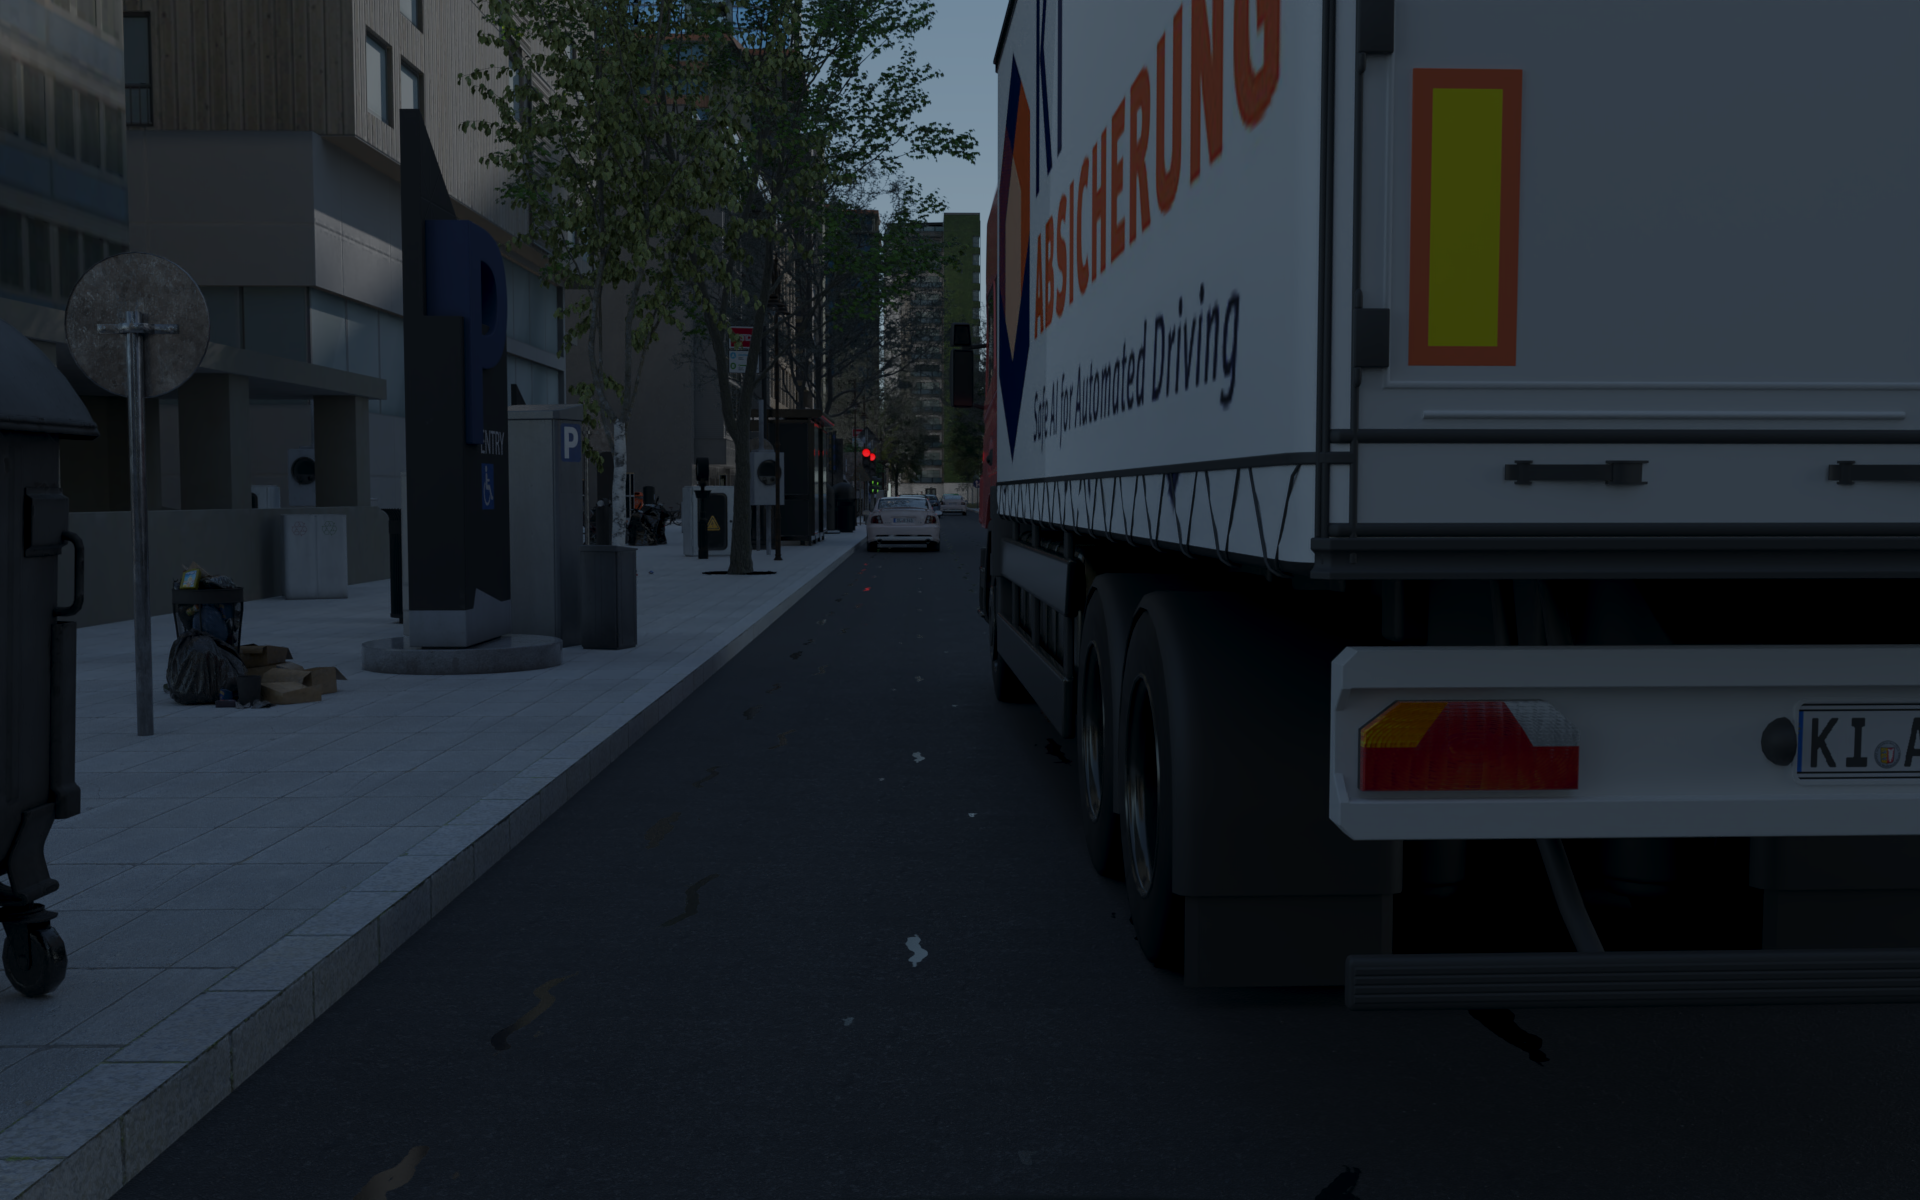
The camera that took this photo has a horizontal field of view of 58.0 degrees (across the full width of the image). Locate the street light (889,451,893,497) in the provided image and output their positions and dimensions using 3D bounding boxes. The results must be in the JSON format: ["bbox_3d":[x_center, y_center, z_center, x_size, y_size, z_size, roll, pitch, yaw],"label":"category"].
[{"bbox_3d":[-6.080,-10.995,152.563,0.468,5.910,1.993,0,4,-1],"label":"street light"}]

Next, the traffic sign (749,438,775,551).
[{"bbox_3d":[-4.551,-2.380,39.014,0.768,2.556,0.104,0,4,6],"label":"traffic sign"}]

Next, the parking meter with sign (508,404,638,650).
[{"bbox_3d":[-3.567,-1.120,14.571,1.738,3.016,0.543,1,4,18],"label":"parking meter with sign"}]

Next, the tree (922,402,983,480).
[{"bbox_3d":[1.735,-14.816,160.370,7.486,12.596,7.792,0,3,0],"label":"tree"}]

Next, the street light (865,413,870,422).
[{"bbox_3d":[-4.442,-6.588,80.493,0.468,5.910,1.993,0,4,-1],"label":"street light"}]

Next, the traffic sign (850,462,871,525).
[{"bbox_3d":[-4.067,-4.322,70.661,0.884,2.594,0.081,0,4,5],"label":"traffic sign"}]

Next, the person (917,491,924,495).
[{"bbox_3d":[-3.986,-10.040,173.459,0.742,1.727,0.445,0,4,1],"label":"person"}]

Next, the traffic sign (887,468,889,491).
[{"bbox_3d":[-6.688,-8.642,135.163,2.265,3.308,0.079,0,4,8],"label":"traffic sign"}]

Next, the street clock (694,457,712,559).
[{"bbox_3d":[-5.076,-1.811,34.184,0.358,2.002,0.471,-1,4,-14],"label":"street clock"}]

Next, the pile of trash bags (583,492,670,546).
[{"bbox_3d":[-7.786,-2.066,43.528,3.447,1.369,1.912,1,4,20],"label":"pile of trash bags"}]

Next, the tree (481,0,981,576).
[{"bbox_3d":[-3.541,-6.203,27.169,9.928,11.665,9.643,0,3,0],"label":"tree"}]

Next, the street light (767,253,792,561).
[{"bbox_3d":[-3.520,-3.703,33.340,0.468,5.910,1.993,0,4,-1],"label":"street light"}]

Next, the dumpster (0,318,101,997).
[{"bbox_3d":[-2.860,0.128,3.670,1.264,1.857,1.865,0,4,-1],"label":"dumpster"}]

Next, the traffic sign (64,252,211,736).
[{"bbox_3d":[-4.334,-0.552,9.138,0.768,2.556,0.104,0,4,0],"label":"traffic sign"}]

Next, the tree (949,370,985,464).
[{"bbox_3d":[2.716,-10.748,110.140,7.601,10.594,8.767,0,4,5],"label":"tree"}]

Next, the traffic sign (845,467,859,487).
[{"bbox_3d":[-5.081,-5.035,82.421,0.768,2.556,0.104,0,4,6],"label":"traffic sign"}]

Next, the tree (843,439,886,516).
[{"bbox_3d":[-6.029,-7.209,101.581,4.285,4.588,4.351,0,3,0],"label":"tree"}]

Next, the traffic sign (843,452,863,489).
[{"bbox_3d":[-5.833,-5.510,83.964,2.265,3.308,0.079,0,4,3],"label":"traffic sign"}]

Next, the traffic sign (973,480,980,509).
[{"bbox_3d":[1.537,-9.295,152.073,0.768,2.556,0.104,0,4,3],"label":"traffic sign"}]

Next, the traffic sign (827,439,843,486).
[{"bbox_3d":[-5.397,-4.263,63.577,2.265,3.308,0.079,0,4,8],"label":"traffic sign"}]

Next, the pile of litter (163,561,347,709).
[{"bbox_3d":[-4.562,0.174,11.127,1.176,0.858,1.719,-1,4,-10],"label":"pile of litter"}]

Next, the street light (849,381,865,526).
[{"bbox_3d":[-4.195,-5.908,69.378,0.468,5.910,1.993,0,4,-1],"label":"street light"}]

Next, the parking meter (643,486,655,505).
[{"bbox_3d":[-9.761,-2.810,54.361,0.372,1.533,0.369,0,3,0],"label":"parking meter"}]

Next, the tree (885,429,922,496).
[{"bbox_3d":[-7.640,-18.270,216.834,7.486,12.596,7.792,0,3,0],"label":"tree"}]

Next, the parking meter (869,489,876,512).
[{"bbox_3d":[-4.376,-4.783,86.621,0.372,1.533,0.369,0,3,0],"label":"parking meter"}]

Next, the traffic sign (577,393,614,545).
[{"bbox_3d":[-4.676,-1.327,21.703,0.884,2.594,0.081,0,4,1],"label":"traffic sign"}]

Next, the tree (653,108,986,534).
[{"bbox_3d":[-4.585,-8.871,55.407,12.009,13.543,11.850,0,3,0],"label":"tree"}]

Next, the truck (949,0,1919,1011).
[{"bbox_3d":[1.549,-1.203,8.590,2.839,4.237,11.283,0,4,-3],"label":"truck"}]

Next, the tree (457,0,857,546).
[{"bbox_3d":[-3.443,-4.148,18.186,4.737,8.622,4.395,0,3,0],"label":"tree"}]

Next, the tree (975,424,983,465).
[{"bbox_3d":[3.079,-11.433,137.292,4.737,8.622,4.395,0,3,0],"label":"tree"}]

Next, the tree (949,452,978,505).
[{"bbox_3d":[0.880,-16.213,215.441,4.360,8.622,3.978,0,3,0],"label":"tree"}]

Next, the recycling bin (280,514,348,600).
[{"bbox_3d":[-7.984,-0.541,21.396,0.722,1.027,0.722,-2,4,-25],"label":"recycling bin"}]

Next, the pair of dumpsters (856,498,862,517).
[{"bbox_3d":[-6.196,-5.696,95.627,1.574,2.255,4.437,0,4,-1],"label":"pair of dumpsters"}]

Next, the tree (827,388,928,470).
[{"bbox_3d":[-6.881,-12.950,146.143,8.767,10.594,7.601,-1,4,-14],"label":"tree"}]

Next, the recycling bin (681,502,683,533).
[{"bbox_3d":[-8.829,-2.736,57.285,0.722,1.027,0.722,0,4,-5],"label":"recycling bin"}]

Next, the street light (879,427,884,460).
[{"bbox_3d":[-5.310,-8.791,116.527,0.468,5.910,1.993,0,4,-1],"label":"street light"}]
